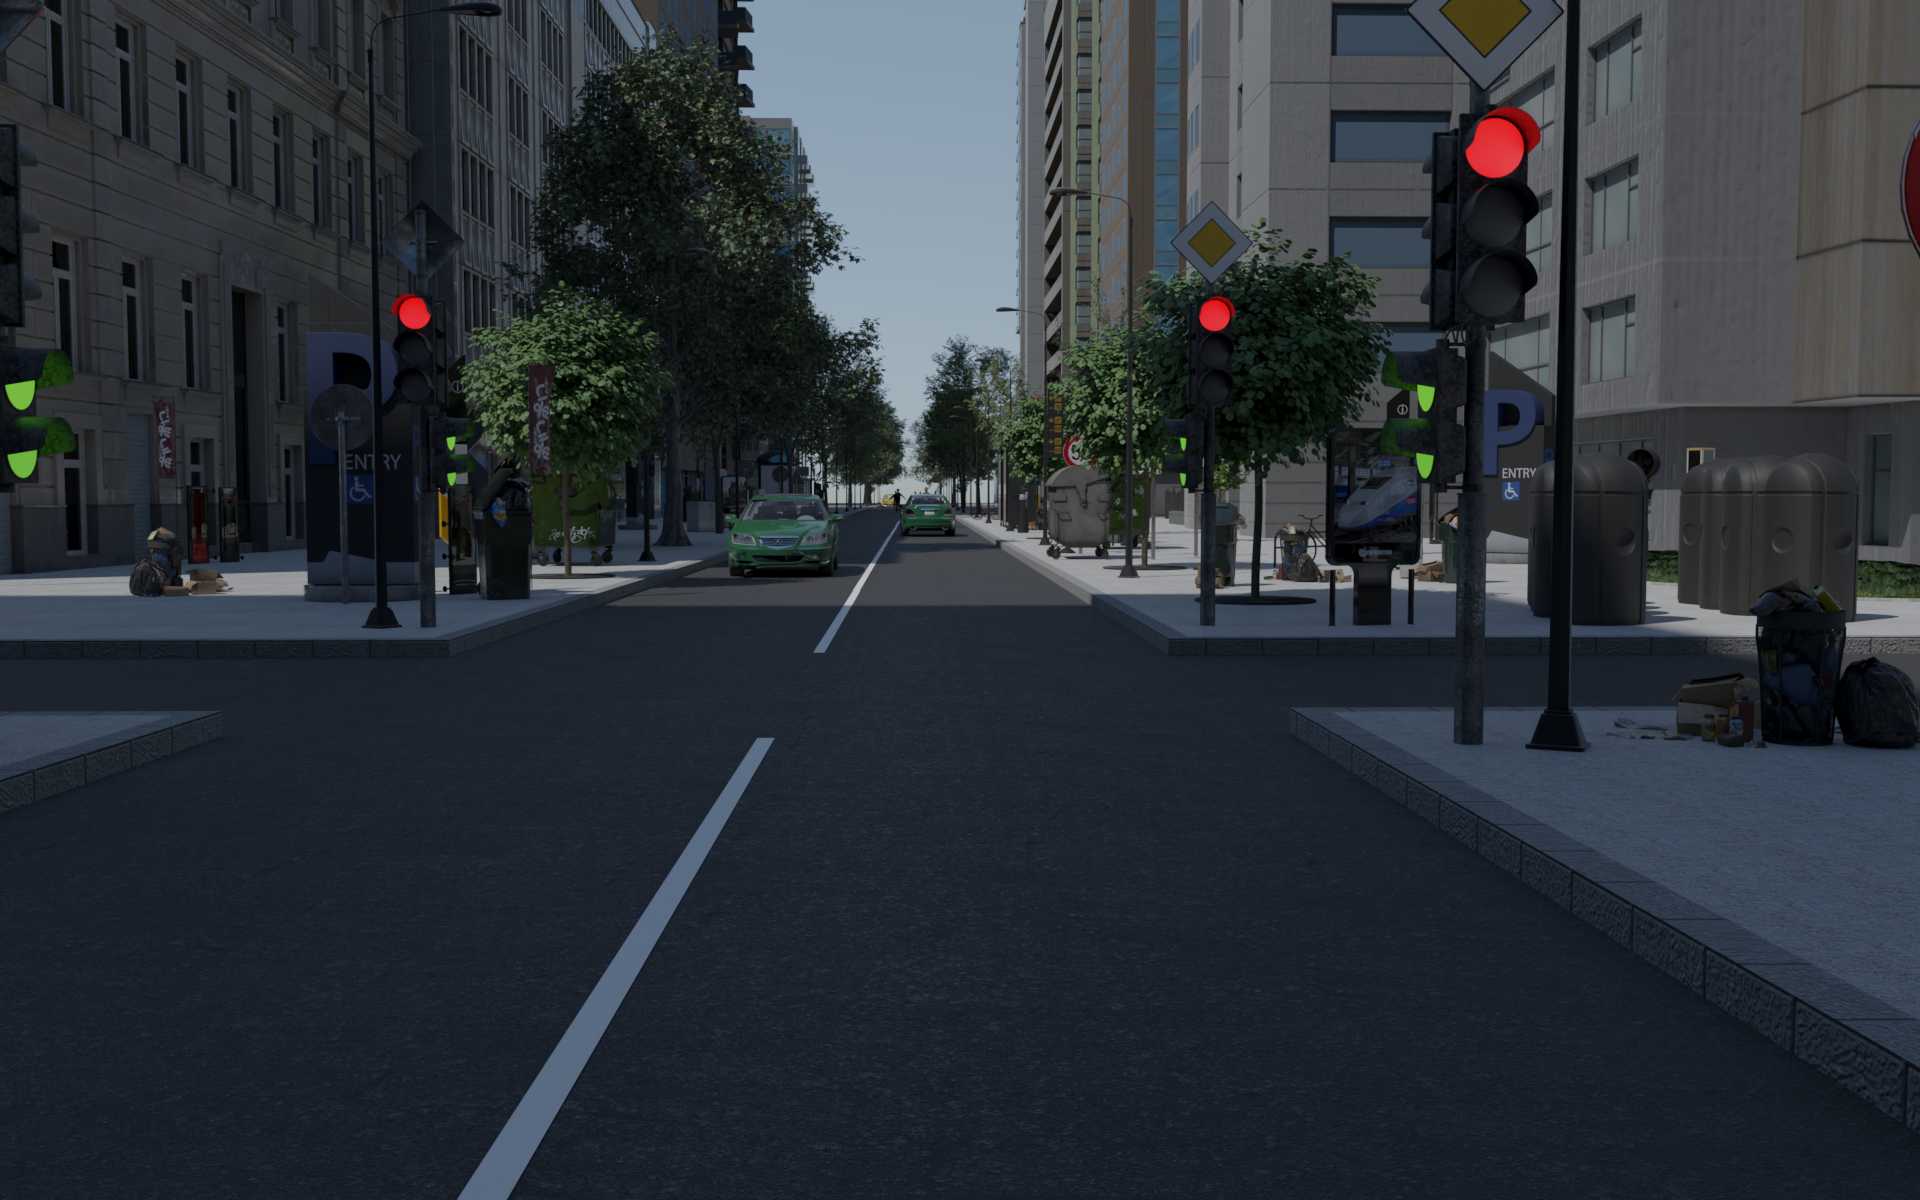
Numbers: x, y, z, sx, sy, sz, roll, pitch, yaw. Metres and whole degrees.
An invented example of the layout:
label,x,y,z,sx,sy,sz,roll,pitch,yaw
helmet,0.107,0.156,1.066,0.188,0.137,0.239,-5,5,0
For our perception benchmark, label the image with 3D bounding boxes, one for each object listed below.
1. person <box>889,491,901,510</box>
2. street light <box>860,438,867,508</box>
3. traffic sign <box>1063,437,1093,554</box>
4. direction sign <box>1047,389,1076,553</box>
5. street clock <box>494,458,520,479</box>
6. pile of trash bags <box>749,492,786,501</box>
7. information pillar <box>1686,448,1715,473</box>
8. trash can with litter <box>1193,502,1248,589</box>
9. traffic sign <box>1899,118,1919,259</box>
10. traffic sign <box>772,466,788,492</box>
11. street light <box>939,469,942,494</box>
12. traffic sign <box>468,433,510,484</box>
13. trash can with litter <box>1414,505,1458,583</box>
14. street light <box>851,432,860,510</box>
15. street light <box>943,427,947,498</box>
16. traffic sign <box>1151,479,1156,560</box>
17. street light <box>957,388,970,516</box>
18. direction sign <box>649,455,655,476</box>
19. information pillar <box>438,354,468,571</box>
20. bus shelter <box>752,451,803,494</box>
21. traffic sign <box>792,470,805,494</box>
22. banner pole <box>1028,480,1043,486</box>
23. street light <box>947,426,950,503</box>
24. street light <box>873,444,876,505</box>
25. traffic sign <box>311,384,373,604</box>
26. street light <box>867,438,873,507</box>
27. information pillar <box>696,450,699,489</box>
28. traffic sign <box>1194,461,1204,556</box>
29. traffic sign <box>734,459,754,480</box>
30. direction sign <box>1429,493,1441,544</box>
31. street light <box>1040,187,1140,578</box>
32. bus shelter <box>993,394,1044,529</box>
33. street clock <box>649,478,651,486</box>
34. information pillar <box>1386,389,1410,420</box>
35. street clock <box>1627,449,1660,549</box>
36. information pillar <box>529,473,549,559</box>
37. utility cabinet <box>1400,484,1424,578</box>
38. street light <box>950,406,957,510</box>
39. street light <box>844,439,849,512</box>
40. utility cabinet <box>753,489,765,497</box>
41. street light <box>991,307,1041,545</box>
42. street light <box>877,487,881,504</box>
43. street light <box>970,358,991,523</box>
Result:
label,x,y,z,sx,sy,sz,roll,pitch,yaw
person,-5.906,-9.093,157.695,1.217,1.766,0.721,-1,4,-23
street light,-7.765,-9.440,126.882,1.470,5.913,1.316,0,4,-1
traffic sign,2.583,-2.256,36.990,0.768,2.556,0.104,0,4,4
direction sign,2.322,-2.782,37.488,0.876,3.537,0.379,0,4,-4
street clock,-9.168,-1.868,35.110,0.471,2.002,0.358,1,4,16
pile of trash bags,-7.497,-3.652,69.456,1.912,1.369,3.447,-1,4,-21
information pillar,11.814,-1.418,27.672,0.304,2.012,0.304,-2,4,-28
trash can with litter,3.570,-0.761,23.835,0.624,1.170,1.055,1,4,18
traffic sign,3.079,-0.302,5.038,0.768,2.556,0.104,0,4,3
traffic sign,-8.159,-4.797,78.545,0.768,2.556,0.104,1,4,8
street light,-0.709,-9.952,135.261,1.470,5.913,1.316,0,4,-1
traffic sign,-8.342,-1.808,30.750,0.795,2.450,0.064,0,4,6
trash can with litter,7.010,-0.838,25.092,0.624,1.170,1.055,-2,4,-32
street light,-7.313,-8.422,110.234,1.470,5.913,1.316,0,4,-1
street light,-0.287,-8.959,119.023,1.470,5.913,1.316,0,4,-1
traffic sign,3.787,-2.064,33.858,0.768,2.556,0.104,0,4,6
street light,0.709,-6.305,75.632,1.470,5.913,1.316,0,4,-1
direction sign,-13.641,-5.072,74.928,0.876,3.537,0.379,-1,4,-8
information pillar,-8.448,-2.296,28.901,0.504,3.616,0.183,-3,5,-39
bus shelter,-8.794,-5.504,83.910,2.014,3.302,5.546,0,4,-1
traffic sign,-8.697,-5.634,92.124,0.884,2.594,0.081,0,4,5
banner pole,2.867,-4.452,62.802,0.863,3.779,0.401,-1,4,-13
street light,0.104,-7.966,102.784,1.470,5.913,1.316,0,4,-1
street light,-8.630,-11.434,159.493,1.470,5.913,1.316,0,4,-1
traffic sign,-7.170,-1.225,20.135,0.768,2.556,0.104,0,4,3
street light,-8.142,-10.433,143.121,1.470,5.913,1.316,0,4,-1
information pillar,-13.845,-6.122,91.444,0.183,3.616,0.504,-1,4,-17
traffic sign,4.853,-2.167,35.544,0.768,2.556,0.104,0,4,2
traffic sign,-7.948,-3.894,63.768,0.768,2.556,0.104,0,4,4
direction sign,12.228,-3.202,44.354,0.379,3.537,0.876,1,4,12
street light,2.051,-3.295,26.407,1.470,5.913,1.316,0,4,-1
bus shelter,2.436,-5.505,67.642,2.179,5.291,8.768,0,4,-2
street clock,-12.307,-3.852,67.552,0.471,2.002,0.358,1,4,13
information pillar,9.282,-2.774,36.708,0.504,3.616,0.183,1,4,10
street clock,10.940,-1.420,27.785,0.471,2.002,0.358,3,5,44
information pillar,-8.305,-1.813,34.134,0.304,2.012,0.304,0,4,0
utility cabinet,6.977,-1.101,26.687,0.318,1.500,1.173,1,4,17
street light,0.347,-7.299,91.872,1.470,5.913,1.316,0,4,-1
street light,-6.853,-7.391,93.389,1.470,5.913,1.316,0,4,-1
utility cabinet,-8.862,-4.137,76.322,0.318,1.500,1.173,0,4,7
street light,1.590,-4.319,43.156,1.470,5.913,1.316,0,4,-1
street light,-8.979,-12.480,176.595,1.470,5.913,1.316,0,4,-1
street light,1.186,-5.312,59.395,1.470,5.913,1.316,0,4,-1
